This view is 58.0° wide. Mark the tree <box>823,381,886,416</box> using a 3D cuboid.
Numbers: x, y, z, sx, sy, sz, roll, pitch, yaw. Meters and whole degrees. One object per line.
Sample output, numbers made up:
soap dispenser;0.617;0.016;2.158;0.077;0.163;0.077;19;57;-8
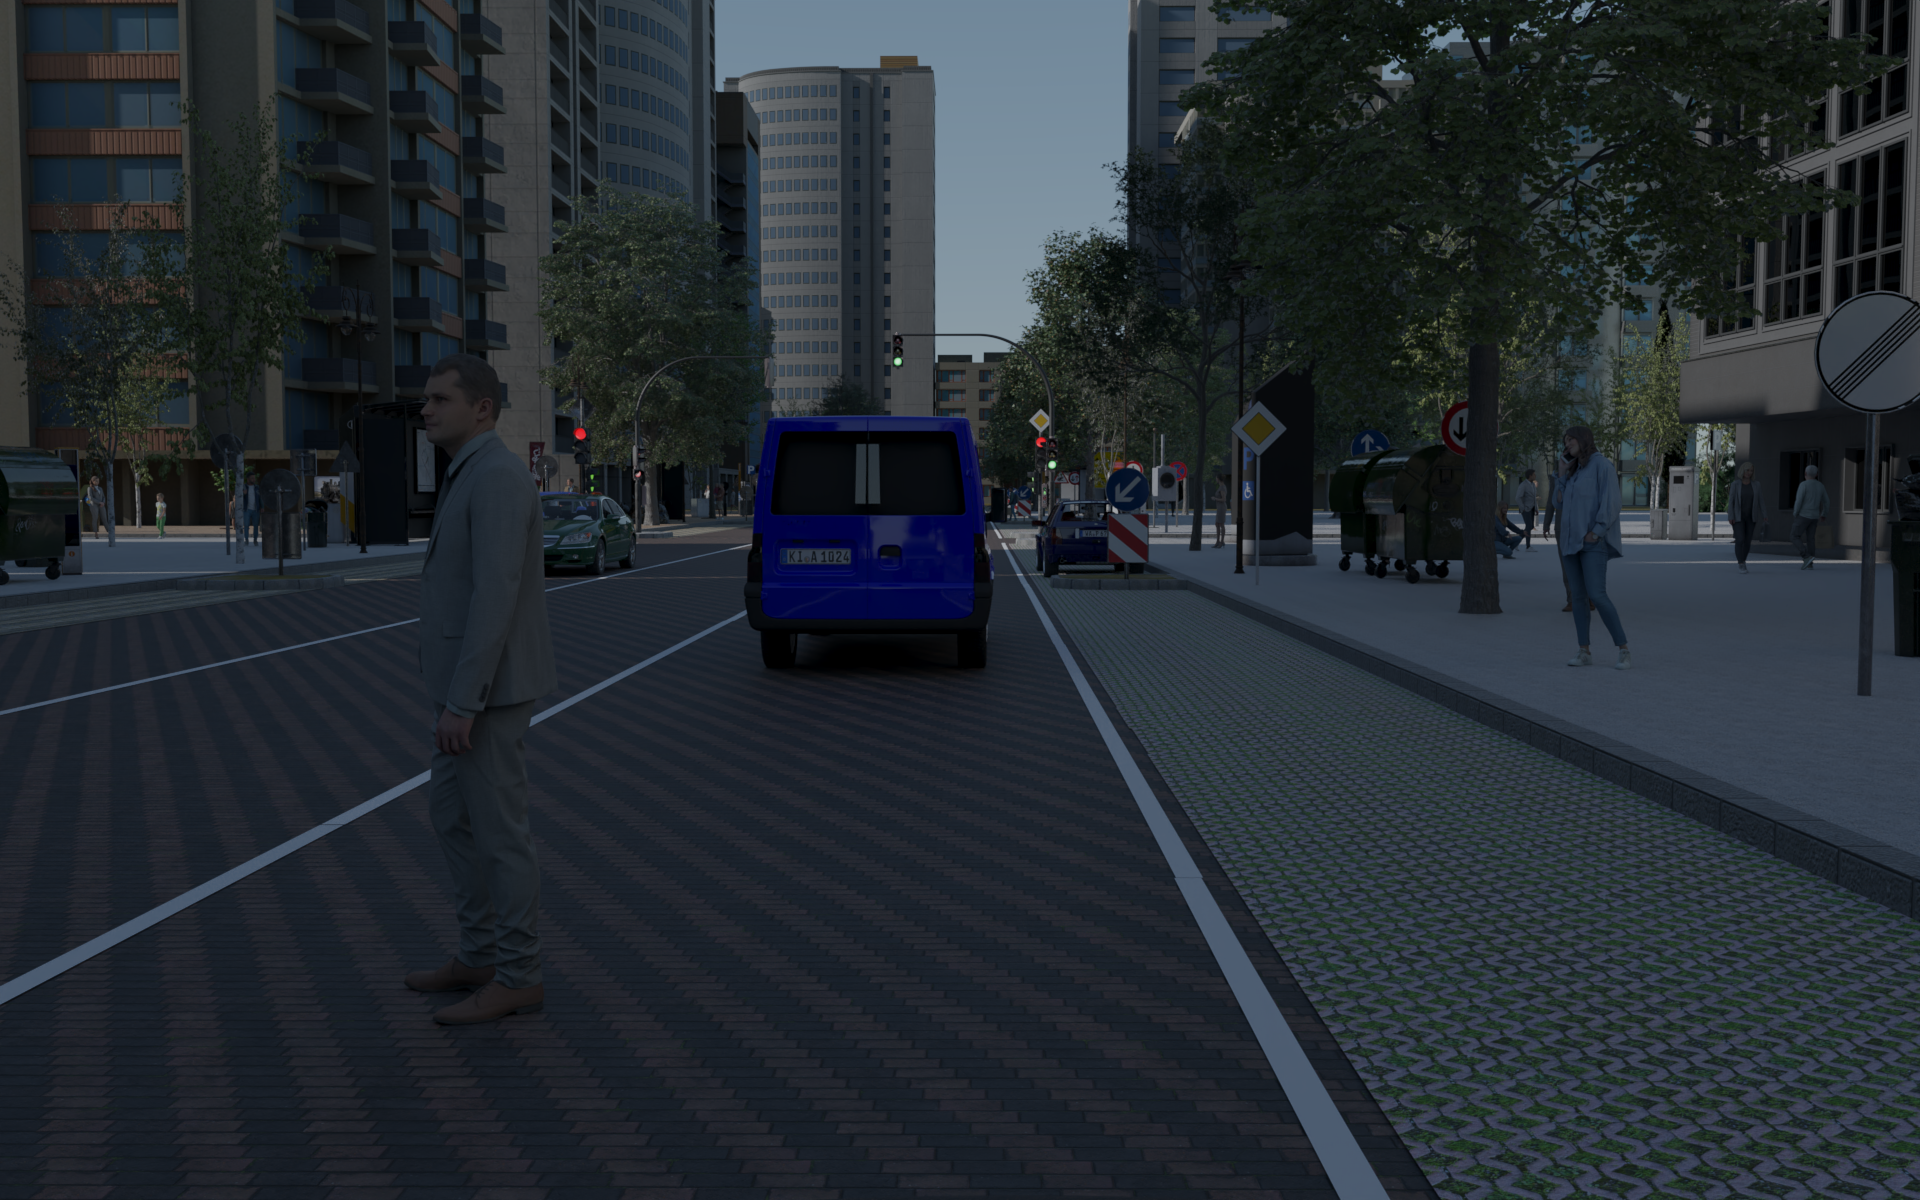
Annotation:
tree;-11.666;-17.594;194.319;9.857;13.997;8.962;0;3;0

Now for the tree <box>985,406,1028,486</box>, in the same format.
tree;6.448;-15.235;174.851;9.928;11.665;9.643;0;3;0

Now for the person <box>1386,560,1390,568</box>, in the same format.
person;7.417;-1.445;29.943;0.520;1.790;0.573;1;4;11

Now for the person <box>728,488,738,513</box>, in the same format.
person;-15.468;-6.822;118.333;0.760;1.731;0.466;-2;4;-26

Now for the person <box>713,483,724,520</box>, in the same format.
person;-12.074;-4.943;86.840;0.580;1.828;0.573;0;4;2

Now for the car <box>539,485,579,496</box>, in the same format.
car;-10.681;-2.192;45.432;1.945;1.707;3.694;0;3;0

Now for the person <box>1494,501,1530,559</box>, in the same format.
person;10.879;-1.390;34.265;1.012;1.151;0.738;-3;5;-39

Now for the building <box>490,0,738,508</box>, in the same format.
building;-32.667;-44.783;170.448;20.563;71.187;20.611;0;4;1

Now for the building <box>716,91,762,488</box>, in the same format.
building;-29.713;-33.008;189.793;14.200;45.320;14.600;0;4;1

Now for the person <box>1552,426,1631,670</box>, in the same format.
person;4.714;-0.403;12.893;0.793;1.790;0.793;3;5;40

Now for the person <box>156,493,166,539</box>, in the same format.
person;-22.825;-2.399;49.514;0.306;1.304;0.590;0;4;-3

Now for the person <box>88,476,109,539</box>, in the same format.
person;-24.550;-2.641;49.491;0.573;1.790;0.520;0;4;7

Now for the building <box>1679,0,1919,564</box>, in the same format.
building;22.453;-14.191;25.536;14.314;27.812;24.014;0;4;1

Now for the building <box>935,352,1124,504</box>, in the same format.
building;11.359;-24.214;240.930;28.899;21.520;27.650;0;4;1

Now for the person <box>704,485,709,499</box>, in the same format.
person;-14.839;-5.877;102.230;0.679;1.850;0.850;2;4;31

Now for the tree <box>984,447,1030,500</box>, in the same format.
tree;6.480;-17.381;202.307;7.486;12.596;7.792;0;3;0

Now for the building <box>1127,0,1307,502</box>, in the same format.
building;28.079;-39.139;181.923;21.231;58.520;28.212;0;4;1

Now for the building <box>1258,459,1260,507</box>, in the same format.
building;36.571;-37.448;235.973;21.600;48.544;21.300;0;4;1

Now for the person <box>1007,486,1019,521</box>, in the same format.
person;2.640;-4.904;88.673;0.713;1.824;0.794;2;4;28

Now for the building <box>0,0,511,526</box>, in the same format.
building;-34.361;-26.107;81.479;22.147;44.769;28.867;0;4;1

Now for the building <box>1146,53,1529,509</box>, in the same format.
building;32.925;-28.410;156.382;32.217;40.220;23.993;0;4;1

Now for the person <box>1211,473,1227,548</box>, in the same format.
person;6.116;-2.112;40.911;0.374;1.781;0.599;0;4;7

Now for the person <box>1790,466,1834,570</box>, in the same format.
person;14.547;-1.404;29.486;0.782;1.767;0.515;-1;4;-19

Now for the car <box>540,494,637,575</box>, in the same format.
car;-7.232;-1.243;32.118;2.131;1.459;4.920;0;4;1

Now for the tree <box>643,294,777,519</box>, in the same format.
tree;-13.081;-10.049;90.061;9.928;11.665;9.643;0;3;0

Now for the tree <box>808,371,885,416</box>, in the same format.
tree;-11.680;-16.074;173.186;12.009;13.543;11.850;0;3;0

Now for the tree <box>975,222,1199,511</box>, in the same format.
tree;5.437;-9.562;73.351;9.611;12.733;9.660;0;3;0

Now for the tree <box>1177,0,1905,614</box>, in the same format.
tree;5.758;-6.103;17.914;7.486;12.596;7.792;0;3;0

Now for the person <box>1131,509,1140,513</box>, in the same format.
person;4.067;-1.835;40.729;0.332;1.250;0.352;0;4;8

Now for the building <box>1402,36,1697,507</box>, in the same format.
building;61.963;-34.537;184.286;30.456;49.044;23.786;0;4;1

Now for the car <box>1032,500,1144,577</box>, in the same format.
car;2.274;-1.122;30.920;1.945;1.354;3.894;0;4;0

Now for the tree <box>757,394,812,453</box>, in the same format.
tree;-12.771;-10.833;127.477;4.737;8.622;4.395;0;3;0

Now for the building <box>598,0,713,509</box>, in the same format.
building;-33.676;-36.971;146.477;21.231;58.520;28.212;0;4;1

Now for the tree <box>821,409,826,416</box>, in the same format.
tree;-12.227;-11.781;142.979;4.737;8.622;4.395;0;3;0

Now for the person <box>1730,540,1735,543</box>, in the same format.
person;20.390;-2.389;45.284;0.511;1.800;0.466;3;5;43

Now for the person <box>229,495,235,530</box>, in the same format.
person;-25.874;-3.125;61.813;0.362;1.253;0.373;-1;4;-11

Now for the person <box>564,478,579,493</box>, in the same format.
person;-13.461;-3.297;59.852;0.656;1.842;0.836;-2;4;-27

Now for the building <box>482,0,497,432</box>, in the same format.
building;-33.038;-41.403;115.189;20.563;71.187;20.611;0;4;1

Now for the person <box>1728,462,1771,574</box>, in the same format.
person;12.807;-1.337;28.085;0.709;1.800;0.728;1;4;11

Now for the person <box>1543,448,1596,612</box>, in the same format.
person;6.717;-0.781;18.933;0.709;1.813;0.853;2;4;30

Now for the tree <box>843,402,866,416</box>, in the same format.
tree;-12.305;-17.792;207.910;9.611;12.733;9.660;0;3;0

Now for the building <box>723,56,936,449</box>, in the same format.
building;-17.437;-42.482;236.577;28.212;58.520;21.231;0;4;1

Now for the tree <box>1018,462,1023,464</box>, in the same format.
tree;6.498;-11.115;116.144;7.601;10.594;8.767;-3;5;-41

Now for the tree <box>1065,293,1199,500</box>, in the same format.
tree;5.511;-6.821;61.883;4.360;8.622;3.978;0;3;0

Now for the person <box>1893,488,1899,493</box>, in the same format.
person;12.708;-1.006;23.056;0.524;1.755;0.480;2;4;26

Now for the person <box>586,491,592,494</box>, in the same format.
person;-21.622;-5.793;101.185;0.534;1.772;0.576;-1;4;-13

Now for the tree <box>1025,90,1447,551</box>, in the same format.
tree;5.672;-6.391;38.911;7.601;10.594;8.767;0;4;-3

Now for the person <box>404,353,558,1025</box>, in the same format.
person;-1.314;0.233;4.783;0.391;1.810;0.635;-2;4;-25

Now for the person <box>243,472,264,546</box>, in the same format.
person;-17.243;-2.215;42.250;0.794;1.824;0.713;-1;4;-17
